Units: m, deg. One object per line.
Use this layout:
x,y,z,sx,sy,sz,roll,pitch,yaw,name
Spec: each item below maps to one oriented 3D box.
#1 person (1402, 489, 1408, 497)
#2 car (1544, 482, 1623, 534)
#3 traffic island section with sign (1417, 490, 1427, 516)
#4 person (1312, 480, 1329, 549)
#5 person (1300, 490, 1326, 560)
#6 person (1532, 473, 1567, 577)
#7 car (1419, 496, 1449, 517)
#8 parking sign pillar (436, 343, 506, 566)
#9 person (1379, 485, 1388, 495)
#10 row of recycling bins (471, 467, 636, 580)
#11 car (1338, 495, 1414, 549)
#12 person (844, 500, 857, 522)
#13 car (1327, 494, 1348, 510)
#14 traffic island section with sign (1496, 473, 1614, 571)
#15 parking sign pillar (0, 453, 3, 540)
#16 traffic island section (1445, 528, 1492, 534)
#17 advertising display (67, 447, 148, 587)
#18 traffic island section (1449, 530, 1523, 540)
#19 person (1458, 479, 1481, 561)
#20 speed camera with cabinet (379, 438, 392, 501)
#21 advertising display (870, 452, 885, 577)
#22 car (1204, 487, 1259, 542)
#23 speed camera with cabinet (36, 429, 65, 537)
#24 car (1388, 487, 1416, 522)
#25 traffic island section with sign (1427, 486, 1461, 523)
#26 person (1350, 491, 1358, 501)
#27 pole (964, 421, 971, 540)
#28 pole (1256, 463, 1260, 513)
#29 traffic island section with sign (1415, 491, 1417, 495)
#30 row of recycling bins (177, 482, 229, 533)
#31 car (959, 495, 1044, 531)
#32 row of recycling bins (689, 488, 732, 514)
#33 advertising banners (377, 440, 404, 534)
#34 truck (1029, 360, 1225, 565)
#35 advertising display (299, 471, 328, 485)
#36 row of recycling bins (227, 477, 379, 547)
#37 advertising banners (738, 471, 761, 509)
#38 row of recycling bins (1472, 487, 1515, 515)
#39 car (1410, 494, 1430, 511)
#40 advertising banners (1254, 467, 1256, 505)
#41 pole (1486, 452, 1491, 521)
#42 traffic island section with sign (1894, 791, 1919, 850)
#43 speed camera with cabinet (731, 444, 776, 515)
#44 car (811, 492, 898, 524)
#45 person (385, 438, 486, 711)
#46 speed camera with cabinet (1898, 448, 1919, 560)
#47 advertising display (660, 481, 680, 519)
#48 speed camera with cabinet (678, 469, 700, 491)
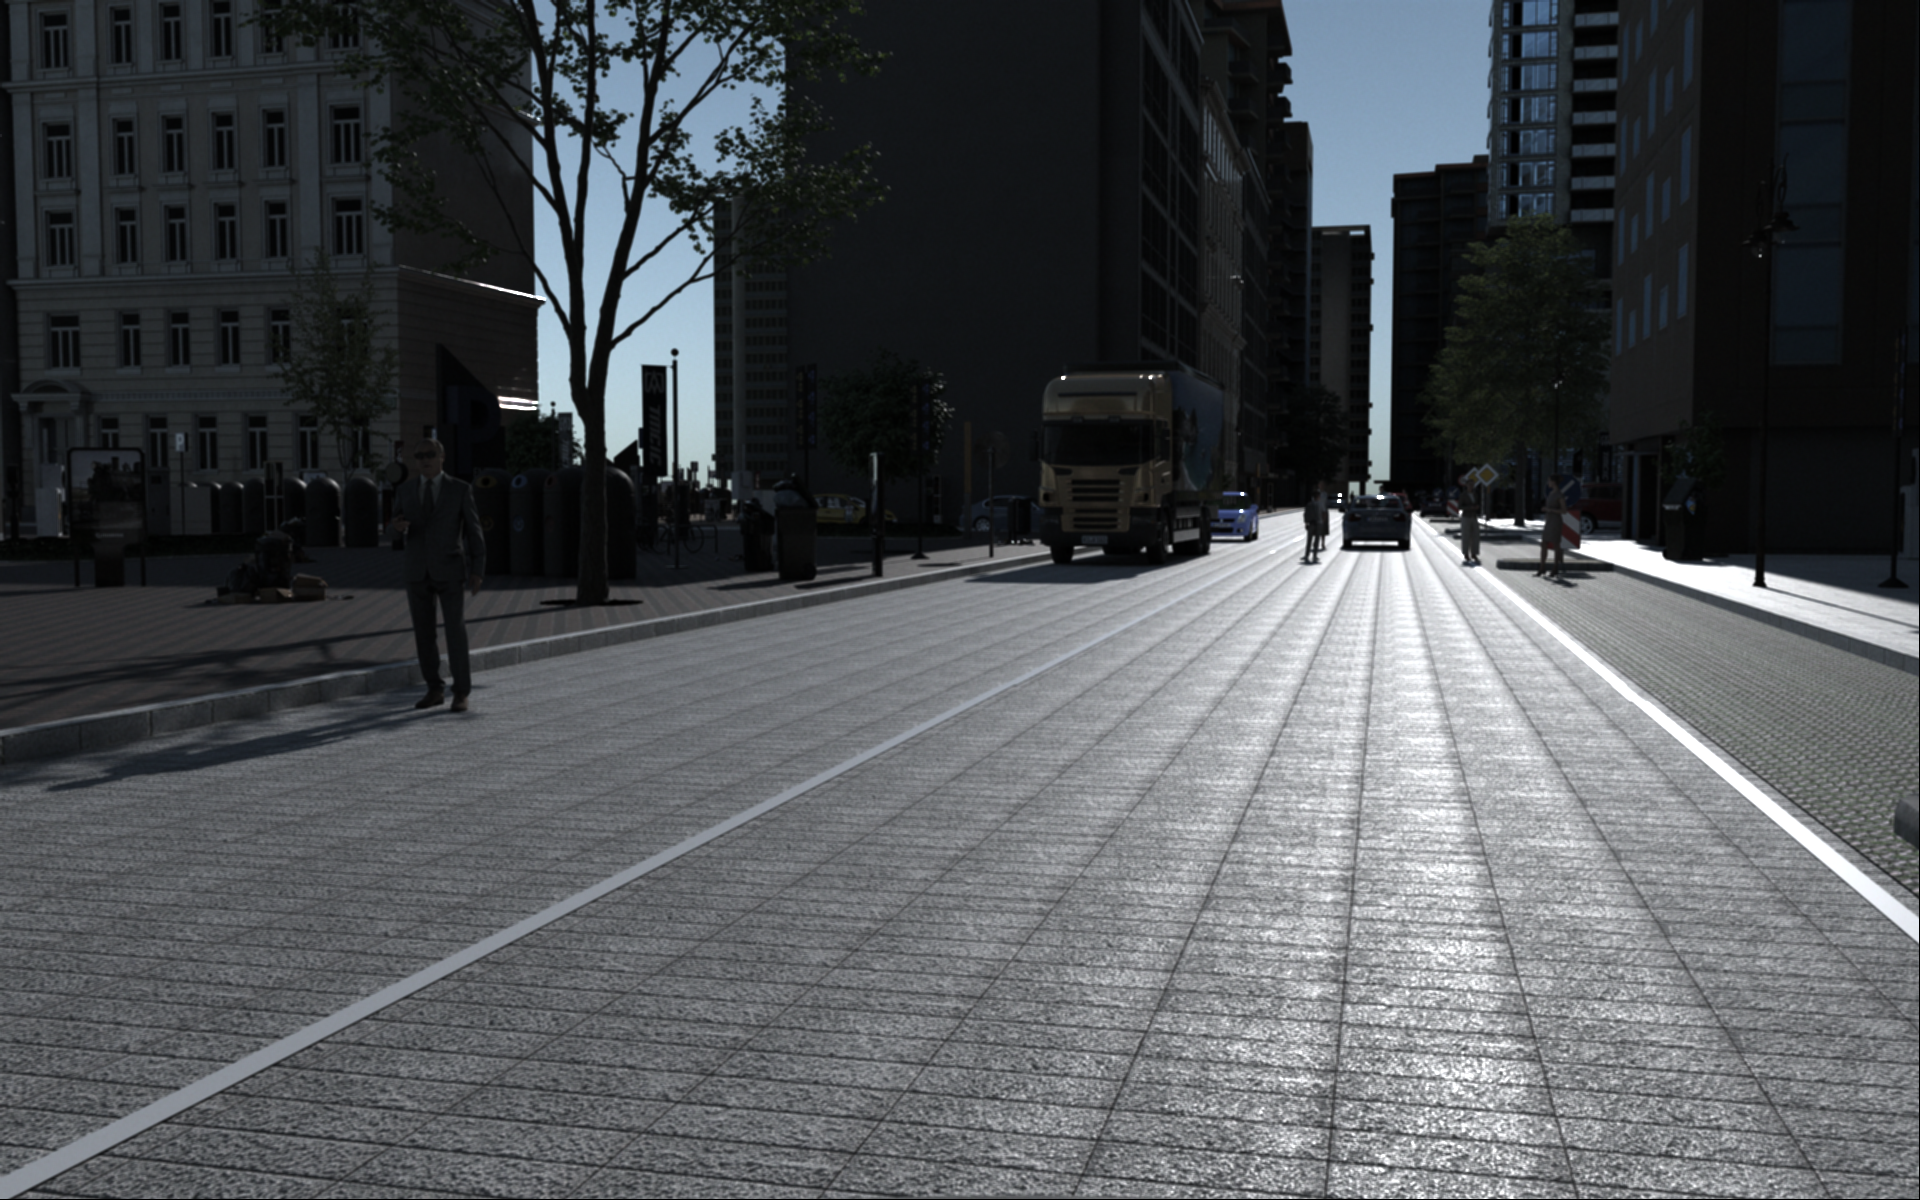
33.113,-7.399,129.390,0.656,1.842,0.836,0,4,-7,person
22.244,-2.994,57.621,5.304,1.827,2.281,1,4,16,car
31.164,-6.410,113.434,1.989,1.847,2.006,1,4,14,traffic island section with sign
9.463,-2.255,45.588,0.478,1.798,0.641,0,4,-4,person
7.662,-1.620,37.581,0.503,1.515,0.523,-1,4,-13,person
10.099,-1.272,29.634,0.374,1.781,0.599,-1,4,-10,person
29.450,-5.797,107.361,1.945,1.354,3.894,1,4,15,car
-8.889,-2.635,31.554,1.447,3.967,1.447,2,4,29,parking sign pillar
19.117,-4.248,77.976,0.620,1.820,0.660,-2,4,-28,person
-6.400,-1.226,27.160,3.534,1.692,1.069,3,4,37,row of recycling bins
11.242,-2.129,46.813,2.014,1.417,4.499,1,4,13,car
-3.966,-2.989,62.389,0.505,1.210,0.382,-1,4,-9,person
32.109,-8.320,148.040,2.014,1.417,4.499,1,4,12,car
11.307,-1.492,33.024,1.989,1.847,2.006,1,4,14,traffic island section with sign
-20.383,-2.903,35.944,1.447,3.967,1.447,-1,4,-8,parking sign pillar
18.658,-2.481,62.845,2.009,0.180,2.903,1,4,14,traffic island section
-11.797,-1.148,23.989,0.974,1.923,0.123,-1,4,-13,advertising display
16.743,-2.007,55.092,2.009,0.180,2.903,1,4,14,traffic island section
10.855,-1.699,36.831,0.519,1.759,0.362,-1,4,-21,person
-19.437,-4.089,61.190,2.038,3.252,0.660,-2,4,-29,speed camera with cabinet
-1.300,-1.345,27.204,0.123,1.923,0.974,-1,4,-10,advertising display
8.260,-2.685,53.496,1.945,1.707,3.694,1,4,14,car
-27.218,-3.517,51.847,0.660,3.252,2.038,-1,4,-21,speed camera with cabinet
21.633,-4.737,86.486,2.155,1.783,4.494,1,4,16,car
24.701,-4.809,87.262,1.989,1.847,2.006,1,4,14,traffic island section with sign
43.799,-11.237,192.757,0.750,1.759,0.617,-1,4,-10,person
0.219,-3.357,48.738,0.158,3.312,0.155,0,3,0,pole
19.737,-7.397,114.785,0.158,3.312,0.155,0,3,0,pole
43.074,-9.359,161.640,1.989,1.847,2.006,1,4,14,traffic island section with sign
-24.279,-3.058,57.104,3.534,1.692,1.069,1,4,12,row of recycling bins
2.241,-3.049,61.861,4.499,1.417,2.014,1,4,14,car
-16.248,-6.443,112.455,3.534,1.692,1.069,2,4,32,row of recycling bins
-18.475,-3.644,55.774,0.090,3.025,2.074,1,4,16,advertising banners
3.990,-3.050,38.779,2.839,4.237,11.283,1,4,16,truck
-17.919,-2.620,48.055,0.123,1.923,0.974,1,4,22,advertising display
-15.906,-2.155,42.354,3.534,1.692,1.069,1,4,10,row of recycling bins
-15.996,-8.274,131.468,2.074,3.025,0.090,-3,4,-36,advertising banners
33.500,-6.231,108.982,3.534,1.692,1.069,-1,4,-18,row of recycling bins
39.957,-8.563,149.798,2.009,1.686,4.222,1,4,14,car
17.285,-6.444,101.551,0.090,3.025,2.074,1,4,11,advertising banners
25.541,-5.499,83.751,0.158,3.312,0.155,0,3,0,pole
4.789,0.125,6.578,1.989,1.847,2.006,1,4,14,traffic island section with sign
-8.138,-4.583,69.262,2.038,3.252,0.660,-3,5,-40,speed camera with cabinet
-4.302,-3.316,64.444,3.980,1.641,2.015,1,4,15,car
-3.507,-0.174,11.516,0.661,1.801,0.590,0,4,-2,person
18.667,-2.398,33.540,0.660,3.252,2.038,1,4,21,speed camera with cabinet
-14.342,-4.930,85.814,0.974,1.923,0.123,0,4,-2,advertising display
-18.508,-7.514,117.181,2.038,3.252,0.660,3,4,37,speed camera with cabinet
